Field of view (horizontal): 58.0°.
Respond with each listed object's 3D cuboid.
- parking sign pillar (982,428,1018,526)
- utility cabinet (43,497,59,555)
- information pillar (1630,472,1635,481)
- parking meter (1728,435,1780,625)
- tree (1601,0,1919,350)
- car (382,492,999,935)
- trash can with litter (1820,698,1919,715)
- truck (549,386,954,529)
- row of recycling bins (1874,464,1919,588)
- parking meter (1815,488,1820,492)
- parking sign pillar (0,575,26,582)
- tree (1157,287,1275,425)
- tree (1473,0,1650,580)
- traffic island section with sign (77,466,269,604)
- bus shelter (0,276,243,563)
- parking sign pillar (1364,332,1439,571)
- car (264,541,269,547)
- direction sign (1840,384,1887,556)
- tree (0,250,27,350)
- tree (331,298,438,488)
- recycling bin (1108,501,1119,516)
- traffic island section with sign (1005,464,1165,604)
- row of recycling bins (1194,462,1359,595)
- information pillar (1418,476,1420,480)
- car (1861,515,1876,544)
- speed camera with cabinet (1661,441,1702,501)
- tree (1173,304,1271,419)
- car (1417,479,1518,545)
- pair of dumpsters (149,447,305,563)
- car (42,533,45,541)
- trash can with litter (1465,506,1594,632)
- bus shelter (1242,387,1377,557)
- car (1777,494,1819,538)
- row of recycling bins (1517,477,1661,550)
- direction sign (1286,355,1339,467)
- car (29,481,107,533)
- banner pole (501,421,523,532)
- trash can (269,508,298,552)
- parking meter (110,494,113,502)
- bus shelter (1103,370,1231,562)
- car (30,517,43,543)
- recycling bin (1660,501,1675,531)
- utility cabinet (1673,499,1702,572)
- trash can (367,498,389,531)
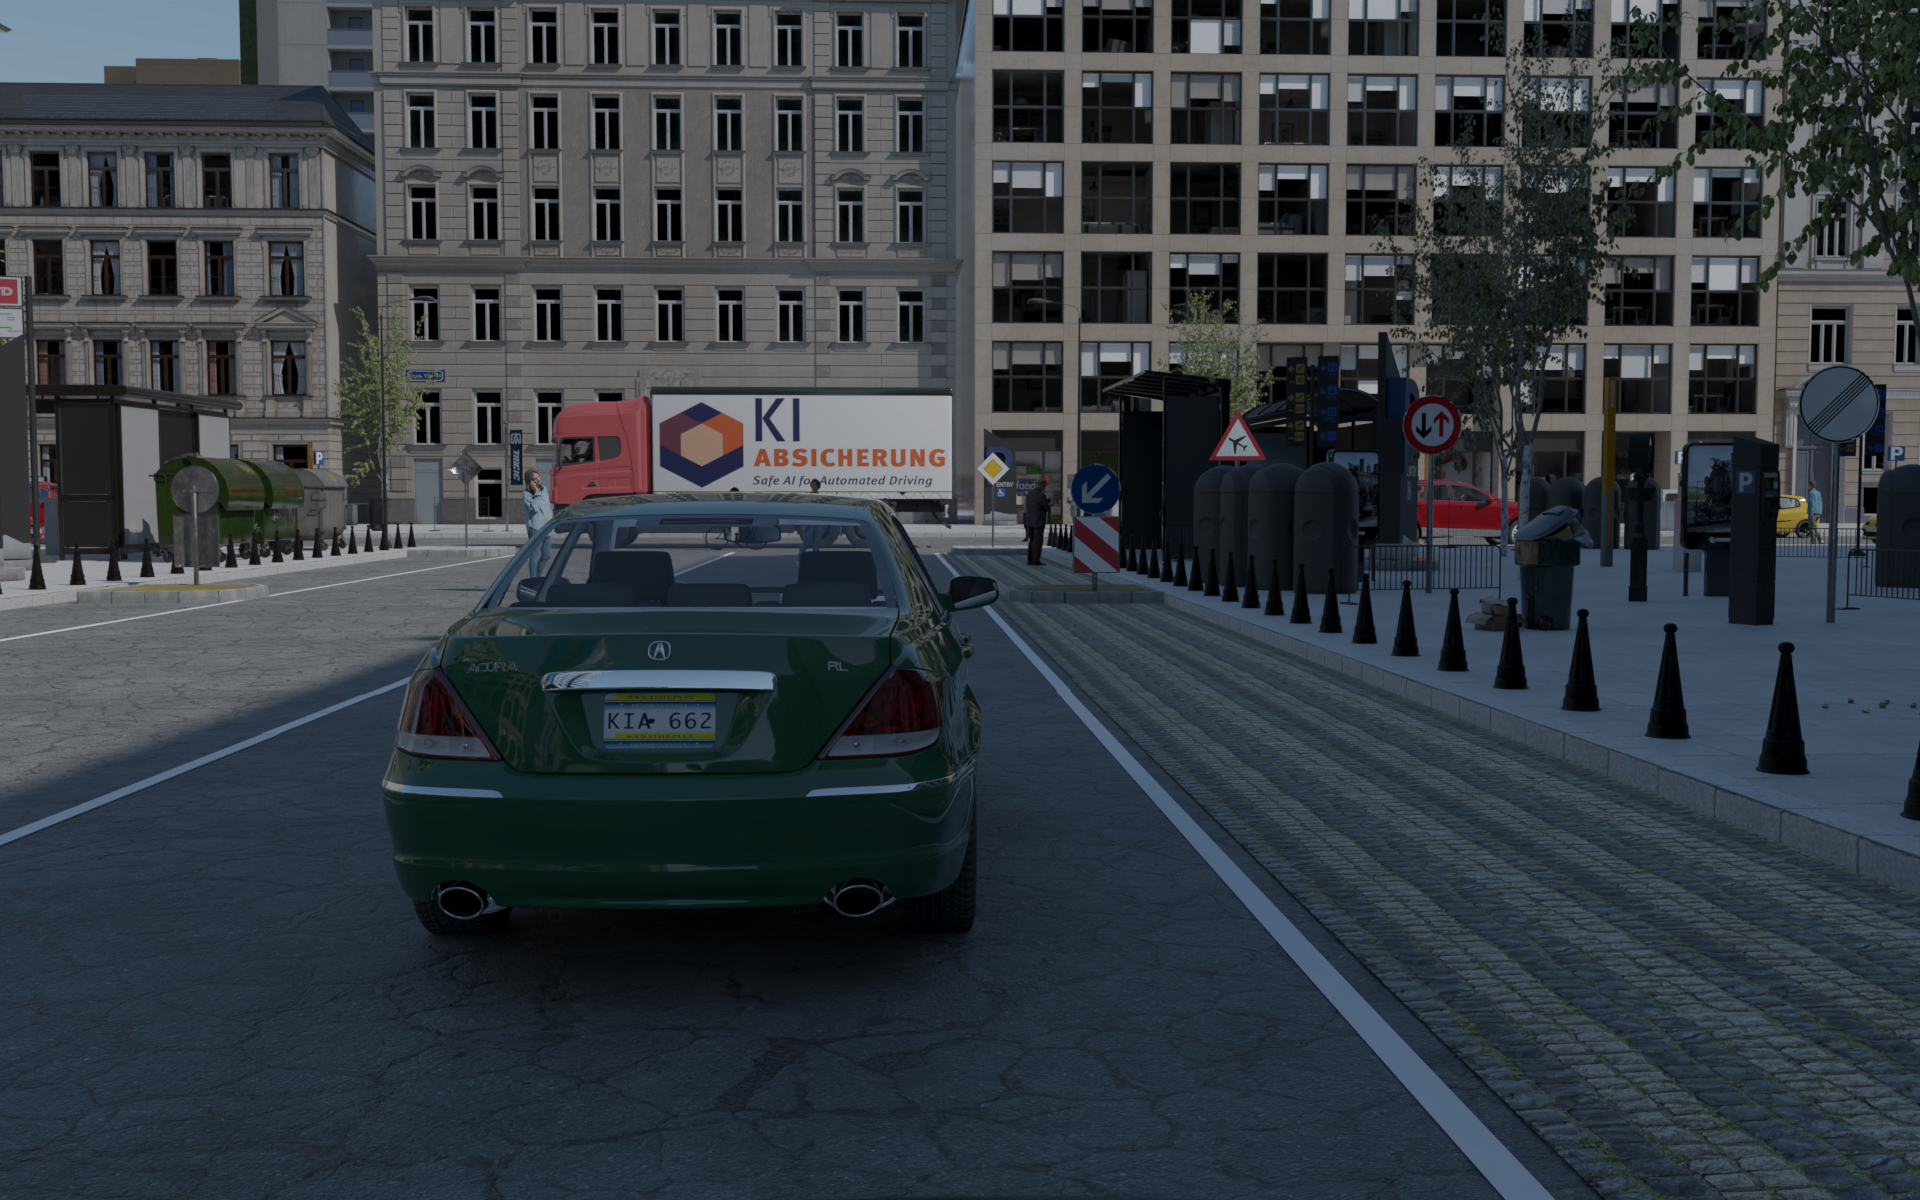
[{"bbox_3d":[1.637,-5.027,70.657,1.447,3.967,1.447,0,4,-7],"label":"parking sign pillar"},{"bbox_3d":[-19.192,-1.563,36.721,0.306,1.237,1.020,-1,4,-23],"label":"utility cabinet"},{"bbox_3d":[28.558,-5.008,73.243,0.504,3.616,0.183,-2,4,-27],"label":"information pillar"},{"bbox_3d":[7.808,-0.692,17.020,0.255,1.863,0.399,-2,4,-25],"label":"parking meter"},{"bbox_3d":[7.319,-3.833,13.030,4.737,8.622,4.395,0,3,0],"label":"tree"},{"bbox_3d":[-0.878,0.289,7.081,2.131,1.459,4.920,0,4,-1],"label":"car"},{"bbox_3d":[5.876,0.100,9.429,1.678,1.210,2.233,0,4,8],"label":"trash can with litter"},{"bbox_3d":[-5.846,-3.518,46.430,11.283,4.237,2.839,0,4,-3],"label":"truck"},{"bbox_3d":[14.192,-1.076,24.704,3.534,1.692,1.069,-2,4,-35],"label":"row of recycling bins"},{"bbox_3d":[36.328,-3.989,73.636,0.372,1.533,0.369,0,3,0],"label":"parking meter"},{"bbox_3d":[-14.645,-2.266,25.515,1.447,3.967,1.447,0,4,-6],"label":"parking sign pillar"},{"bbox_3d":[8.857,-6.784,61.274,4.737,8.622,4.395,0,3,0],"label":"tree"},{"bbox_3d":[8.419,-4.624,25.962,4.360,8.622,3.978,0,3,0],"label":"tree"},{"bbox_3d":[-10.606,-0.916,23.611,1.989,1.847,2.006,0,4,-3],"label":"traffic island section with sign"},{"bbox_3d":[-17.034,-3.482,34.569,2.179,5.291,8.768,0,4,-2],"label":"bus shelter"},{"bbox_3d":[7.429,-2.502,29.380,1.447,3.967,1.447,2,4,27],"label":"parking sign pillar"},{"bbox_3d":[-19.781,-2.274,46.962,4.222,1.686,2.009,0,4,-3],"label":"car"},{"bbox_3d":[18.610,-2.679,35.802,0.876,3.537,0.379,1,4,16],"label":"direction sign"},{"bbox_3d":[-22.604,-5.345,37.755,4.737,8.622,4.395,0,3,0],"label":"tree"},{"bbox_3d":[-21.870,-7.053,65.685,4.737,8.622,4.395,0,3,0],"label":"tree"},{"bbox_3d":[10.366,-6.359,116.526,0.722,1.027,0.722,0,4,4],"label":"recycling bin"},{"bbox_3d":[1.635,-0.905,23.427,1.989,1.847,2.006,0,4,-3],"label":"traffic island section with sign"},{"bbox_3d":[4.249,-1.015,23.711,1.069,1.692,3.534,-1,4,-20],"label":"row of recycling bins"},{"bbox_3d":[18.360,-3.996,69.824,0.304,2.012,0.304,1,4,13],"label":"information pillar"},{"bbox_3d":[27.054,-2.300,47.831,3.980,1.641,2.015,0,4,-4],"label":"car"},{"bbox_3d":[26.894,-4.279,64.298,2.038,3.252,0.660,0,4,-6],"label":"speed camera with cabinet"},{"bbox_3d":[10.003,-7.127,66.887,4.360,8.622,3.978,0,3,0],"label":"tree"},{"bbox_3d":[13.077,-2.300,46.274,5.304,1.827,2.281,0,4,-2],"label":"car"},{"bbox_3d":[-14.437,-1.942,34.238,1.574,2.255,4.437,0,4,-3],"label":"pair of dumpsters"},{"bbox_3d":[-29.271,-2.499,53.224,4.827,1.381,2.083,0,4,-2],"label":"car"},{"bbox_3d":[5.361,-0.302,16.323,1.055,1.170,0.624,-1,4,-18],"label":"trash can with litter"},{"bbox_3d":[7.124,-2.550,35.616,2.014,3.302,5.546,0,4,-3],"label":"bus shelter"},{"bbox_3d":[26.012,-2.855,56.898,3.980,1.641,2.015,0,4,-2],"label":"car"},{"bbox_3d":[14.867,-2.077,41.069,1.069,1.692,3.534,-3,5,-43],"label":"row of recycling bins"},{"bbox_3d":[5.797,-2.237,28.565,0.876,3.537,0.379,2,4,27],"label":"direction sign"},{"bbox_3d":[-26.603,-2.538,50.166,5.304,1.827,2.281,0,4,-4],"label":"car"},{"bbox_3d":[-15.298,-4.231,59.199,0.863,3.779,0.401,1,4,14],"label":"banner pole"},{"bbox_3d":[-14.894,-1.617,38.099,0.748,1.137,0.748,0,3,0],"label":"trash can"},{"bbox_3d":[-20.161,-2.182,41.390,0.255,1.863,0.399,-1,4,-23],"label":"parking meter"},{"bbox_3d":[4.212,-2.731,35.928,1.731,3.624,6.357,0,4,-3],"label":"bus shelter"},{"bbox_3d":[-25.648,-2.127,43.824,4.494,1.783,2.155,0,4,-4],"label":"car"},{"bbox_3d":[24.803,-2.936,60.560,0.722,1.027,0.722,3,4,37],"label":"recycling bin"},{"bbox_3d":[12.101,-1.080,28.822,0.306,1.237,1.020,1,4,13],"label":"utility cabinet"},{"bbox_3d":[-20.207,-2.968,60.177,0.748,1.137,0.748,0,3,0],"label":"trash can"}]
